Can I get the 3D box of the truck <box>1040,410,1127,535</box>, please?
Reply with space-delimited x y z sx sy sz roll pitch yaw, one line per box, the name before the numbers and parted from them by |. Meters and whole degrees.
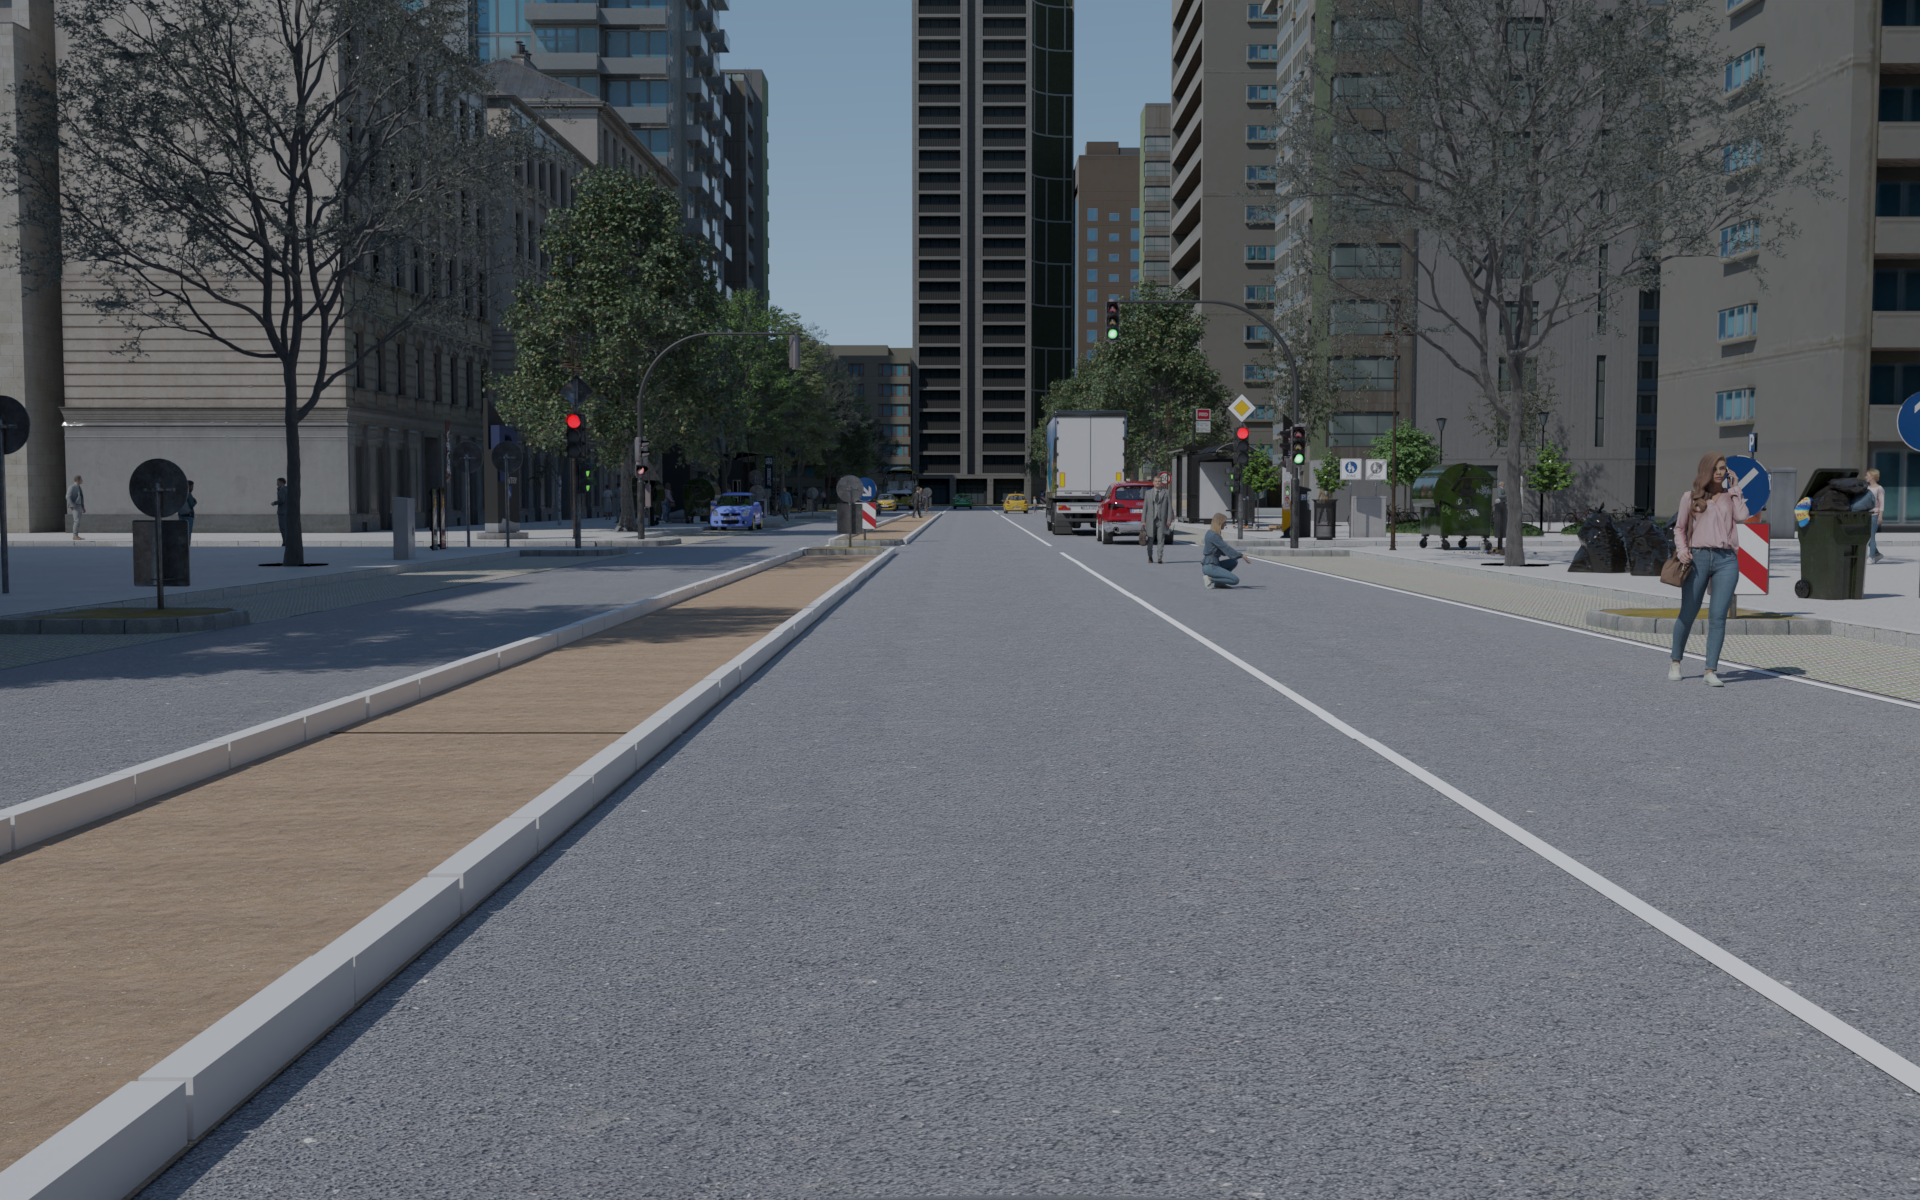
truck | 4.482 -4.572 63.668 2.839 4.237 11.283 0 4 1

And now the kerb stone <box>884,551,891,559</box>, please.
kerb stone | -1.625 -0.906 37.109 0.120 0.150 1.000 0 4 0

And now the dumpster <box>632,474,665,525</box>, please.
dumpster | -12.816 -4.129 70.000 1.502 2.255 1.985 0 4 0

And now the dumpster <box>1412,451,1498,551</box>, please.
dumpster | 11.435 -2.296 40.031 1.502 2.255 1.985 0 3 0

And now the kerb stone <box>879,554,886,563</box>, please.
kerb stone | -1.635 -0.787 35.063 0.120 0.150 1.000 0 4 0

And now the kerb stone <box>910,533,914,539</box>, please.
kerb stone | -1.571 -1.883 53.005 0.120 0.150 1.000 0 4 0

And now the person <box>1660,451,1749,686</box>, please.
person | 5.615 -0.246 13.117 0.593 1.750 0.643 1 4 16

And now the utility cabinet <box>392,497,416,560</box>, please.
utility cabinet | -10.962 -1.408 34.180 0.306 1.237 1.020 -1 4 -10

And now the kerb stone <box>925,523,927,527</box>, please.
kerb stone | -1.510 -2.952 70.454 0.120 0.150 1.000 0 4 0

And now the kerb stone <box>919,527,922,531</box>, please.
kerb stone | -1.542 -2.450 62.254 0.120 0.150 1.000 0 4 0

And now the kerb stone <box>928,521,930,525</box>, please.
kerb stone | -1.491 -3.266 75.589 0.120 0.150 1.000 0 4 0

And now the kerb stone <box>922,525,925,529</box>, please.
kerb stone | -1.528 -2.698 66.357 0.120 0.150 1.000 0 4 0

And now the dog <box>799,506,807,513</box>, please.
dog | -10.648 -6.158 117.518 0.540 0.507 0.406 -2 4 -30

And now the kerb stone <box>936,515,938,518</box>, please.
kerb stone | -1.431 -4.456 95.085 0.120 0.150 1.000 0 4 0

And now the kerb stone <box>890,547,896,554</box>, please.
kerb stone | -1.619 -1.100 40.183 0.120 0.150 1.000 0 4 0

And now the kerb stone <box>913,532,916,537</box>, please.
kerb stone | -1.567 -2.011 55.078 0.120 0.150 1.000 0 4 0

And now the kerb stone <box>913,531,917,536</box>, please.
kerb stone | -1.560 -2.074 56.101 0.120 0.150 1.000 0 4 0

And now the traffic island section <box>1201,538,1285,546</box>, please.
traffic island section | 7.926 -1.625 48.845 2.009 0.180 2.903 0 4 0

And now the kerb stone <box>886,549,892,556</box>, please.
kerb stone | -1.633 -0.970 38.131 0.120 0.150 1.000 0 4 0

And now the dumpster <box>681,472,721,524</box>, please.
dumpster | -11.200 -4.423 74.815 1.502 2.255 1.985 0 4 0

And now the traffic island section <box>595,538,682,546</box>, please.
traffic island section | -9.015 -1.629 48.909 2.009 0.180 2.903 0 4 0

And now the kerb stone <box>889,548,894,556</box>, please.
kerb stone | -1.624 -1.038 39.161 0.120 0.150 1.000 0 4 0

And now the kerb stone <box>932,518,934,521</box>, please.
kerb stone | -1.472 -3.768 83.800 0.120 0.150 1.000 0 4 0

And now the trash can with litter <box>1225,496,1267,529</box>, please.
trash can with litter | 10.737 -3.272 64.555 1.678 1.210 2.233 0 4 7

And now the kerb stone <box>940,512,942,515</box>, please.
kerb stone | -1.372 -5.272 108.400 0.120 0.150 1.000 0 4 0

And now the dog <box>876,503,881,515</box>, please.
dog | -5.395 -6.129 117.051 0.513 0.831 0.800 2 4 27

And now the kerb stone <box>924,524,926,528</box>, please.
kerb stone | -1.518 -2.826 68.406 0.120 0.150 1.000 0 4 0

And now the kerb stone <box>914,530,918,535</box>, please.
kerb stone | -1.557 -2.137 57.133 0.120 0.150 1.000 0 4 0

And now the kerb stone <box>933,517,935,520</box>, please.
kerb stone | -1.449 -3.956 86.870 0.120 0.150 1.000 0 4 0

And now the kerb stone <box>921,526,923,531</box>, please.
kerb stone | -1.541 -2.571 64.302 0.120 0.150 1.000 0 4 0

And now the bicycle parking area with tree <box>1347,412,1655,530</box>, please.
bicycle parking area with tree | 19.438 -4.654 63.092 9.016 4.147 8.231 -1 4 -13

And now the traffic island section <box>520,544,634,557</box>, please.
traffic island section | -9.044 -1.140 40.924 2.009 0.180 2.903 0 4 0

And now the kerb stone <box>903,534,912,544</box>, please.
kerb stone | -1.583 -1.822 51.978 0.120 0.150 1.000 0 4 0

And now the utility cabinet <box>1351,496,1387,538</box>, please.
utility cabinet | 12.068 -2.450 51.218 1.020 1.237 0.306 0 4 -8

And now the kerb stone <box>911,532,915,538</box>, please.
kerb stone | -1.570 -1.948 54.044 0.120 0.150 1.000 0 4 0

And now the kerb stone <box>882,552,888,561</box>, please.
kerb stone | -1.628 -0.850 36.086 0.120 0.150 1.000 0 4 0

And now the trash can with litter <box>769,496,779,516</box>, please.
trash can with litter | -11.114 -5.657 103.881 0.624 1.170 1.055 -1 4 -13

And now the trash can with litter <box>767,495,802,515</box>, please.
trash can with litter | -11.473 -6.415 115.944 2.233 1.210 1.678 -1 4 -23

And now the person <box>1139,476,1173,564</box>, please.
person | 4.044 -1.665 35.823 0.694 1.812 0.767 1 4 8

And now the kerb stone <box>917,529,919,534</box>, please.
kerb stone | -1.550 -2.262 59.183 0.120 0.150 1.000 0 4 0

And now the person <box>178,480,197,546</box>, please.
person | -19.455 -2.121 43.528 0.623 1.781 0.721 1 4 13

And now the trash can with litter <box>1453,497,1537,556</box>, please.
trash can with litter | 11.392 -1.571 36.751 1.678 1.210 2.233 1 4 12

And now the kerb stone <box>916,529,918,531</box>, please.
kerb stone | -1.563 -2.198 58.161 0.120 0.150 1.000 0 4 0

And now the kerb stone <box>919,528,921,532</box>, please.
kerb stone | -1.545 -2.388 61.232 0.120 0.150 1.000 0 4 0

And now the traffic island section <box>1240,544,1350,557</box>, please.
traffic island section | 7.898 -1.136 40.860 2.009 0.180 2.903 0 4 0

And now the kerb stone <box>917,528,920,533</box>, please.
kerb stone | -1.549 -2.320 60.210 0.120 0.150 1.000 0 4 0

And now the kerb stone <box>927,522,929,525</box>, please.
kerb stone | -1.499 -3.139 73.521 0.120 0.150 1.000 0 4 0

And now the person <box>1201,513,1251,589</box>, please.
person | 4.015 -0.751 26.271 0.738 1.151 1.012 0 4 6
